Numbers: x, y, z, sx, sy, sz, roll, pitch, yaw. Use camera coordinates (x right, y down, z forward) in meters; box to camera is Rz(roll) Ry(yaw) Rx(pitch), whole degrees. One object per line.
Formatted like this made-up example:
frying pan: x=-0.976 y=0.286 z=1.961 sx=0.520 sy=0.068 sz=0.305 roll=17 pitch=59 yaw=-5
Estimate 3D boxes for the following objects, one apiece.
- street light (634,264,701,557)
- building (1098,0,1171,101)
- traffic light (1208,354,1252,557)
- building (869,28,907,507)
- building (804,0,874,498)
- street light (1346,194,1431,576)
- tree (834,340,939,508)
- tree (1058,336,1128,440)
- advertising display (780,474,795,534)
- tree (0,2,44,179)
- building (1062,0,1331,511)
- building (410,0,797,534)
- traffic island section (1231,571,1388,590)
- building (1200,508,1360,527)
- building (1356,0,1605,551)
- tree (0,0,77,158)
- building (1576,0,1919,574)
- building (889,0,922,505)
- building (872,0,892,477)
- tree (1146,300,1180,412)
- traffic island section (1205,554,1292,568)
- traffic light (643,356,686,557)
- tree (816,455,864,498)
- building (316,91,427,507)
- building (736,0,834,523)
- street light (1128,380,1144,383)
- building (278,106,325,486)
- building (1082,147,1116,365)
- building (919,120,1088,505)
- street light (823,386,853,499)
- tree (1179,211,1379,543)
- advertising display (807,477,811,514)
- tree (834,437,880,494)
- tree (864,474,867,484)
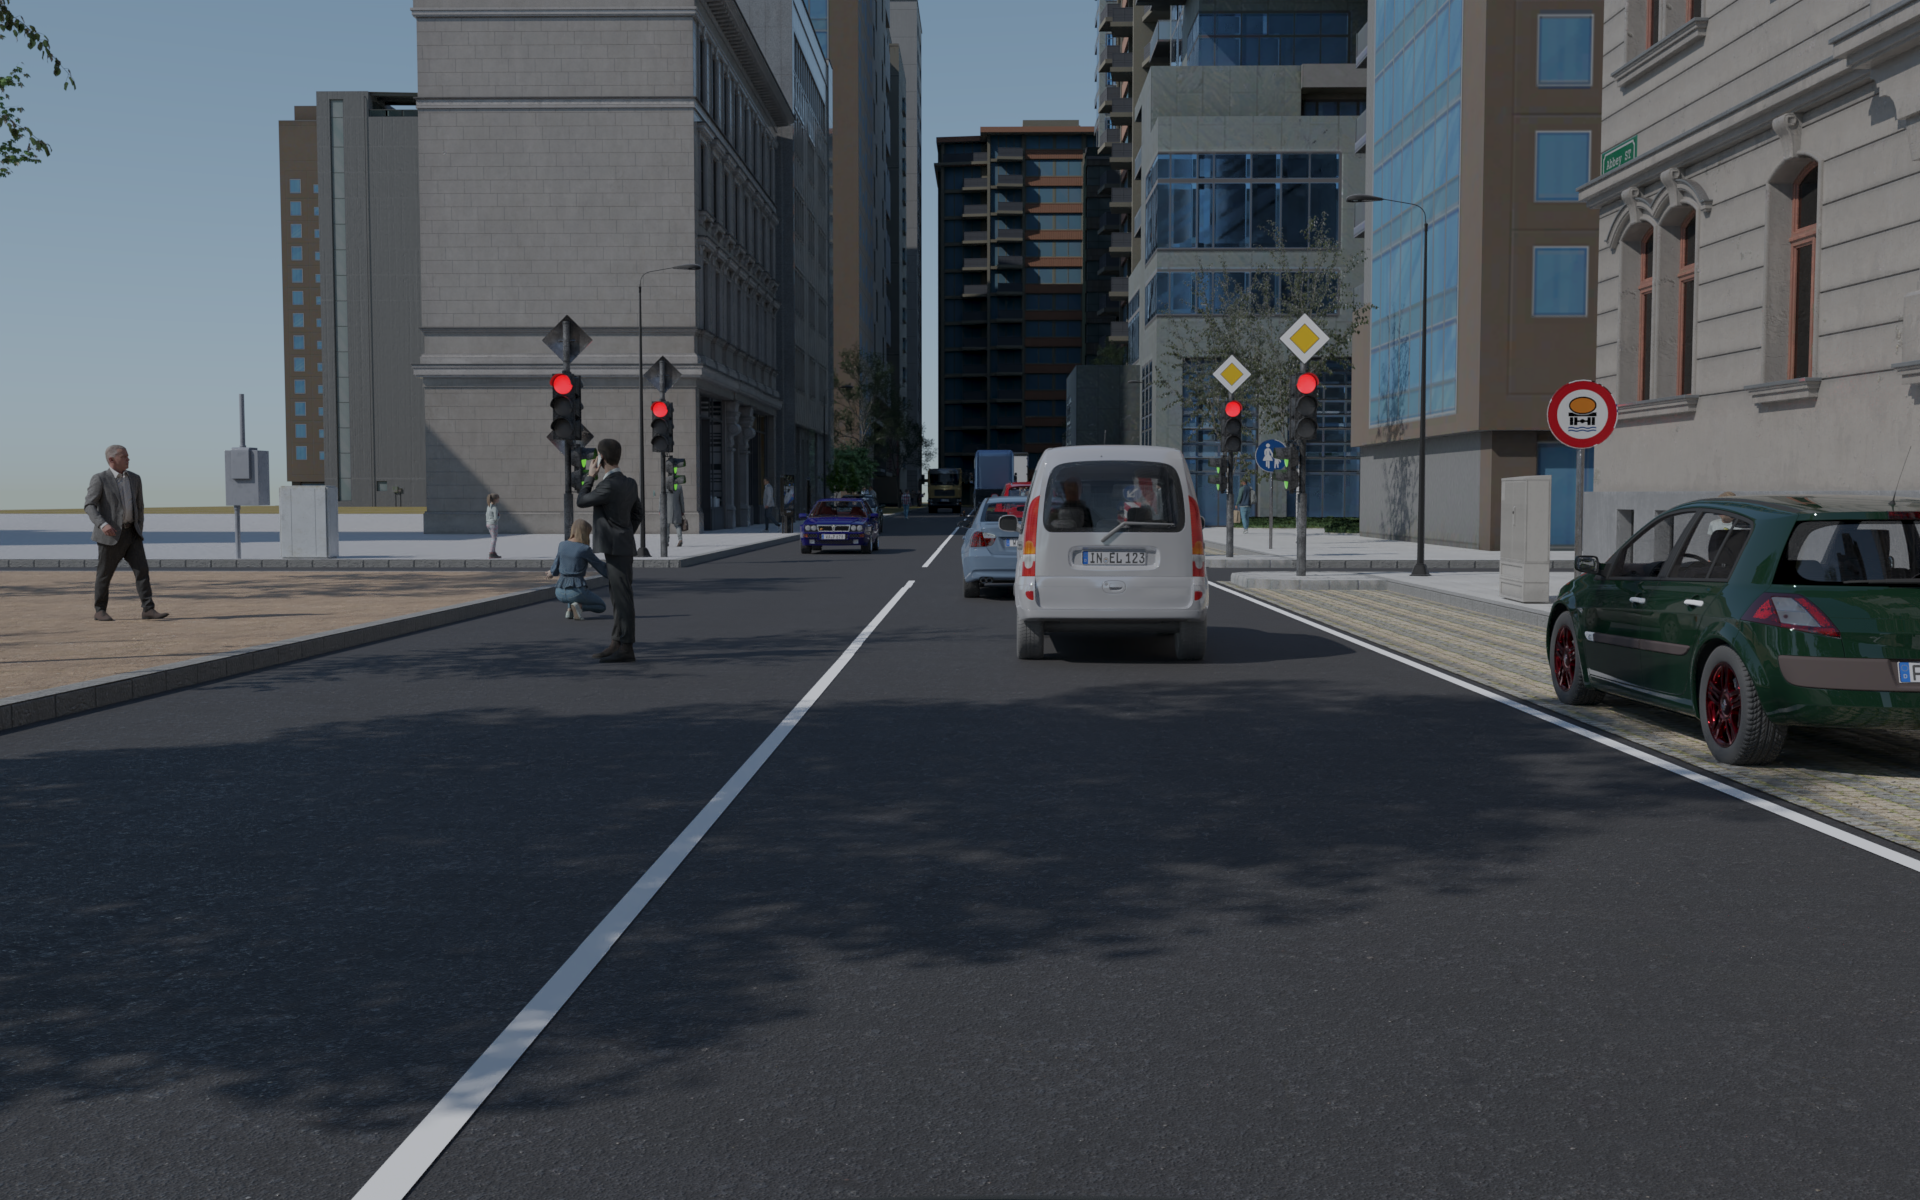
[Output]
street light: x=-5.917 y=-3.825 z=35.086 sx=1.470 sy=5.913 sz=1.316 roll=0 pitch=4 yaw=1
building: x=21.313 y=-28.723 z=124.239 sx=22.147 sy=44.769 sz=28.867 roll=0 pitch=4 yaw=1
traffic light: x=5.451 y=-2.818 z=34.996 sx=0.839 sy=4.253 sz=0.868 roll=0 pitch=4 yaw=1
building: x=-16.375 y=-33.664 z=174.108 sx=21.600 sy=48.544 sz=21.300 roll=0 pitch=4 yaw=1
building: x=-13.237 y=-28.560 z=117.059 sx=14.600 sy=45.320 sz=14.200 roll=0 pitch=4 yaw=1
street light: x=6.674 y=-3.329 z=26.978 sx=1.470 sy=5.913 sz=1.316 roll=0 pitch=4 yaw=1
tree: x=-6.527 y=-10.500 z=106.093 sx=8.767 sy=10.594 sz=7.601 roll=1 pitch=4 yaw=14
tree: x=9.296 y=-10.291 z=102.667 sx=7.601 sy=10.594 sz=8.767 roll=-1 pitch=4 yaw=-17
advertising display: x=-5.625 y=-3.136 z=56.484 sx=0.123 sy=1.923 sz=0.974 roll=1 pitch=4 yaw=16
tree: x=-14.942 y=-5.785 z=20.335 sx=9.928 sy=11.665 sz=9.643 roll=0 pitch=3 yaw=0
building: x=21.895 y=-52.296 z=167.710 sx=22.319 sy=86.520 sz=31.000 roll=0 pitch=4 yaw=1
building: x=-12.752 y=-12.555 z=56.192 sx=10.553 sy=20.767 sz=40.483 roll=0 pitch=4 yaw=1
traffic island section: x=5.364 y=-0.296 z=27.125 sx=2.009 sy=0.180 sz=2.903 roll=0 pitch=4 yaw=1
building: x=16.876 y=-46.869 z=78.975 sx=22.319 sy=86.520 sz=31.000 roll=0 pitch=4 yaw=1
building: x=18.694 y=-24.086 z=43.914 sx=14.200 sy=45.320 sz=14.600 roll=0 pitch=4 yaw=1
tree: x=-8.042 y=-3.792 z=12.370 sx=4.360 sy=8.622 sz=3.978 roll=0 pitch=3 yaw=0
building: x=15.271 y=-13.838 z=13.641 sx=14.401 sy=28.519 sz=23.554 roll=0 pitch=4 yaw=1
building: x=-18.634 y=-40.518 z=204.475 sx=28.212 sy=58.520 sz=21.231 roll=0 pitch=4 yaw=1
building: x=-19.521 y=-33.548 z=137.742 sx=28.713 sy=52.752 sz=27.495 roll=0 pitch=4 yaw=1
tree: x=8.038 y=-6.250 z=52.552 sx=4.360 sy=8.622 sz=3.978 roll=0 pitch=3 yaw=0
traffic island section: x=5.490 y=-0.785 z=35.109 sx=2.009 sy=0.180 sz=2.903 roll=0 pitch=4 yaw=1
traffic light: x=-6.009 y=-2.828 z=35.160 sx=0.839 sy=4.253 sz=0.868 roll=0 pitch=4 yaw=1
tree: x=-6.018 y=-5.552 z=85.369 sx=1.663 sy=3.219 sz=1.824 roll=0 pitch=3 yaw=0
building: x=-56.717 y=-30.310 z=179.169 sx=14.086 sy=41.232 sz=14.154 roll=0 pitch=4 yaw=1
building: x=-13.227 y=-16.436 z=86.756 sx=12.078 sy=24.808 sz=19.932 roll=0 pitch=4 yaw=1
street light: x=7.555 y=-6.017 z=70.923 sx=1.470 sy=5.913 sz=1.316 roll=0 pitch=4 yaw=1
building: x=-69.545 y=-33.820 z=203.060 sx=14.200 sy=45.320 sz=14.600 roll=0 pitch=4 yaw=1
building: x=17.306 y=-22.953 z=146.979 sx=14.160 sy=30.474 sz=14.107 roll=0 pitch=4 yaw=1
building: x=9.921 y=-33.701 z=205.642 sx=28.867 sy=44.769 sz=22.147 roll=0 pitch=4 yaw=1
street light: x=-5.271 y=-6.222 z=74.271 sx=1.470 sy=5.913 sz=1.316 roll=0 pitch=4 yaw=1
tree: x=8.589 y=-5.782 z=44.895 sx=4.360 sy=8.622 sz=3.978 roll=0 pitch=3 yaw=0
advertising display: x=-5.769 y=-3.724 z=66.098 sx=0.123 sy=1.923 sz=0.974 roll=0 pitch=4 yaw=-3
tree: x=-6.309 y=-7.126 z=100.226 sx=4.285 sy=4.588 sz=4.351 roll=0 pitch=3 yaw=0
tree: x=-5.667 y=-5.949 z=91.866 sx=1.663 sy=3.219 sz=1.824 roll=0 pitch=3 yaw=0
